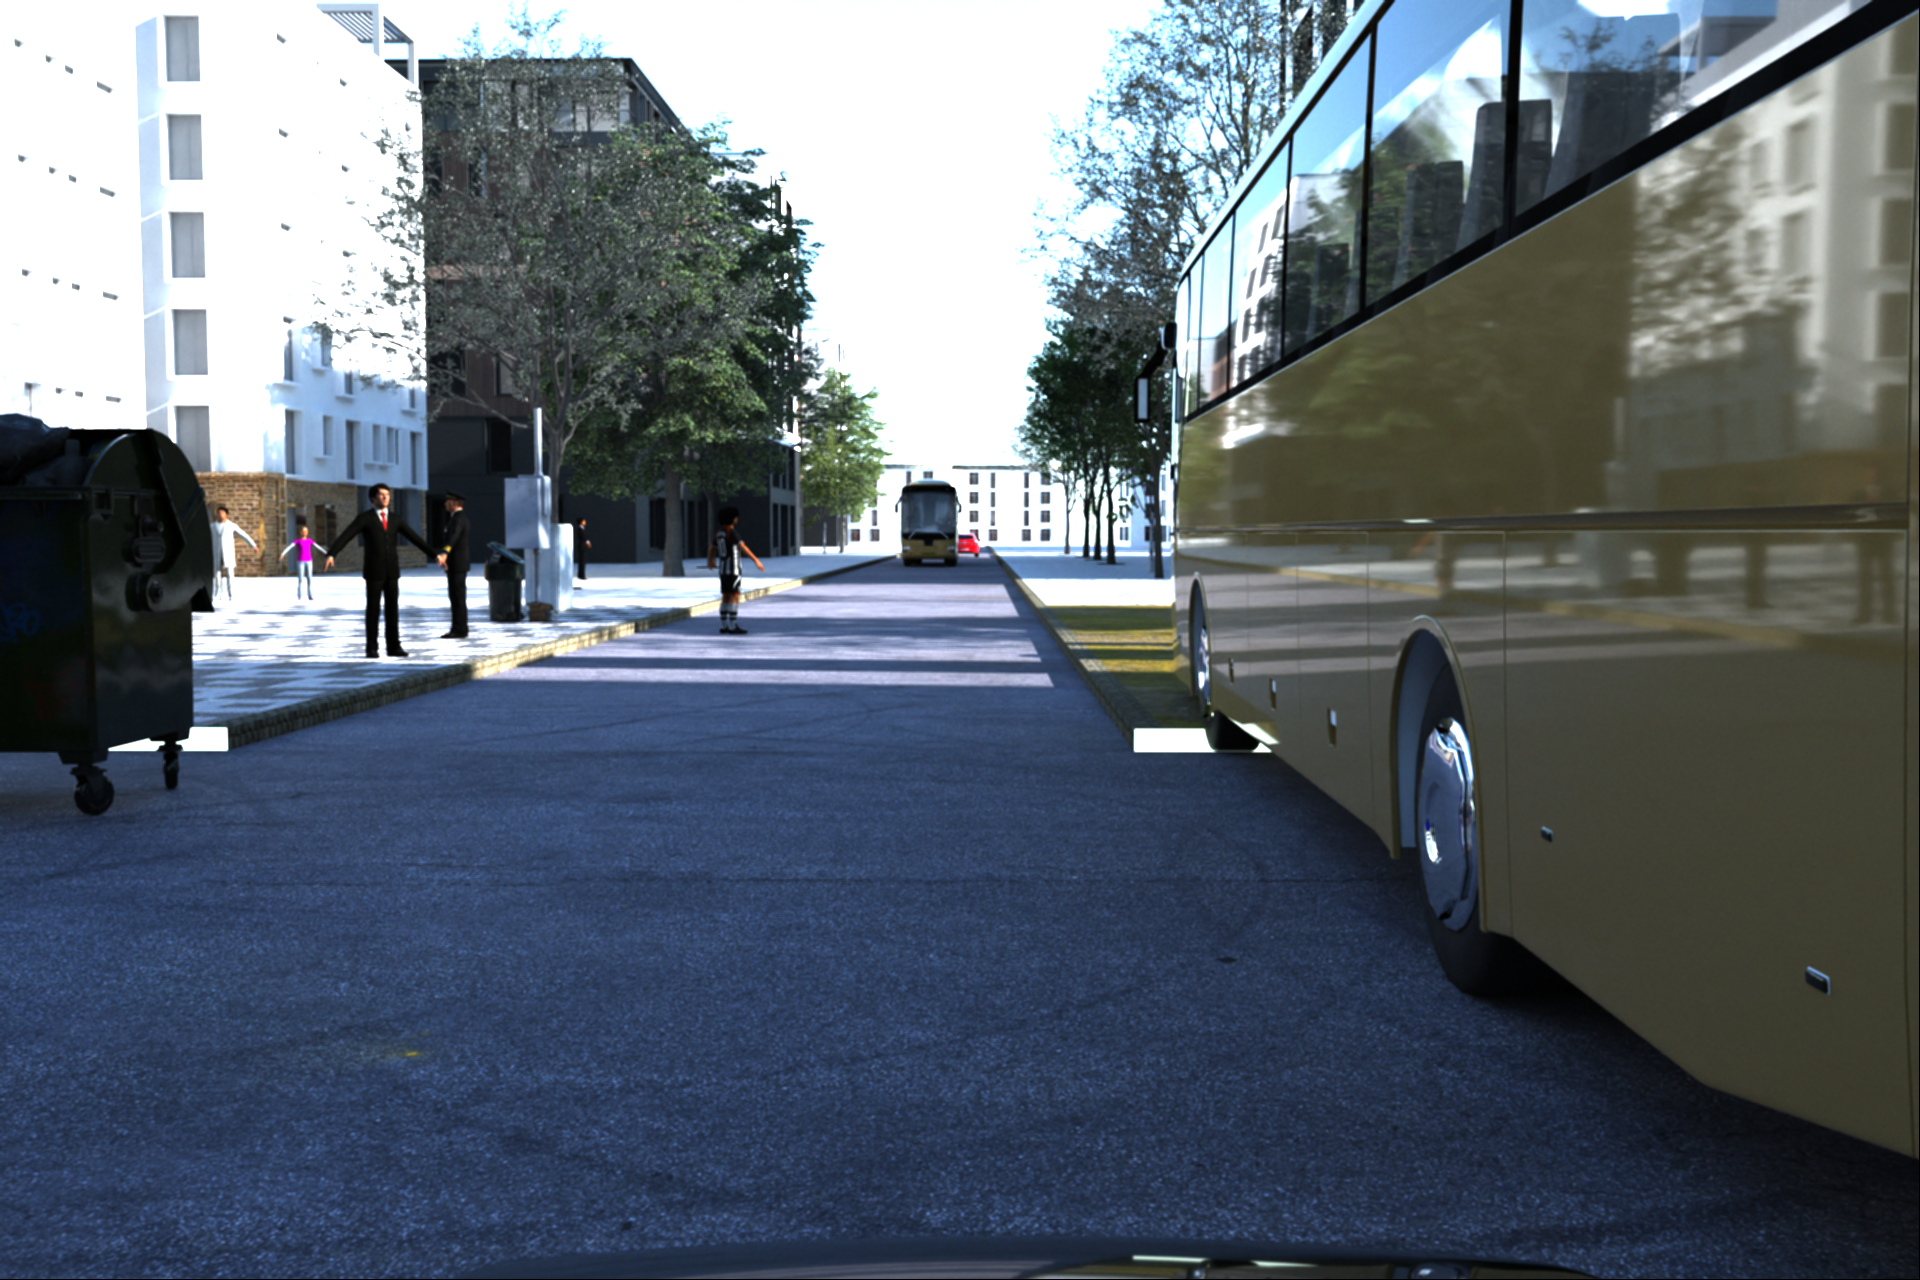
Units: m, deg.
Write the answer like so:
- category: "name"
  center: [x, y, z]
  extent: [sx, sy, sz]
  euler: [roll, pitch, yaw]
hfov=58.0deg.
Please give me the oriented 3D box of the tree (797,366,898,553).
- category: "tree"
  center: [-8.101, -12.199, 117.583]
  extent: [7.486, 12.596, 7.792]
  euler: [0, 3, 0]

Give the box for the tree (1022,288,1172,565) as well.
- category: "tree"
  center: [6.261, -9.004, 72.965]
  extent: [9.928, 11.665, 9.643]
  euler: [0, 3, 0]

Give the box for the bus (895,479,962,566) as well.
- category: "bus"
  center: [-1.325, -5.461, 80.831]
  extent: [2.896, 3.916, 12.252]
  euler: [0, 4, 0]

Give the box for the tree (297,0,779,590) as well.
- category: "tree"
  center: [-9.427, -7.921, 39.882]
  extent: [12.009, 13.543, 11.850]
  euler: [0, 3, 0]

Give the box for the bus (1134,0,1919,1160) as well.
- category: "bus"
  center: [2.765, -1.017, 8.178]
  extent: [2.896, 3.916, 12.252]
  euler: [0, 4, 1]

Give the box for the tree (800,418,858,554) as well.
- category: "tree"
  center: [-8.655, -9.819, 110.906]
  extent: [4.737, 8.622, 4.395]
  euler: [0, 3, 0]

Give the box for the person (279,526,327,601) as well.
- category: "person"
  center: [-12.636, -1.478, 33.428]
  extent: [0.991, 1.433, 0.599]
  euler: [-2, 4, -35]

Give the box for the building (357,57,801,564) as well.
- category: "building"
  center: [-24.209, -15.121, 91.205]
  extent: [27.936, 21.610, 32.646]
  euler: [0, 4, 1]

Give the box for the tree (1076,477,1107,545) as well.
- category: "tree"
  center: [16.413, -15.843, 209.387]
  extent: [4.360, 8.622, 3.978]
  euler: [0, 3, 0]

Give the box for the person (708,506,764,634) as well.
- category: "person"
  center: [-3.285, -0.997, 24.910]
  extent: [0.704, 1.843, 1.345]
  euler: [-3, 5, -41]

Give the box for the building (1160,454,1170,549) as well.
- category: "building"
  center: [21.986, -12.107, 140.089]
  extent: [9.099, 9.664, 28.070]
  euler: [0, 4, 1]

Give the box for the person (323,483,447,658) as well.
- category: "person"
  center: [-6.000, -0.723, 18.009]
  extent: [1.347, 1.806, 0.705]
  euler: [-3, 5, -44]

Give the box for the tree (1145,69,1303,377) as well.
- category: "tree"
  center: [5.673, -4.707, 27.324]
  extent: [4.360, 8.622, 3.978]
  euler: [0, 3, 0]

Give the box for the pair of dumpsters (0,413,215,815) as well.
- category: "pair of dumpsters"
  center: [-6.448, -0.258, 9.165]
  extent: [4.436, 2.255, 1.574]
  euler: [0, 4, 0]

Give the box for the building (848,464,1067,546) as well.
- category: "building"
  center: [-1.036, -16.045, 206.947]
  extent: [28.070, 9.664, 9.099]
  euler: [0, 4, 0]

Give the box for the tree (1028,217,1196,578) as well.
- category: "tree"
  center: [5.453, -7.062, 49.872]
  extent: [7.601, 10.594, 8.767]
  euler: [-1, 4, -19]

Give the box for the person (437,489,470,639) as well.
- category: "person"
  center: [-6.243, -0.945, 21.384]
  extent: [0.705, 1.837, 1.347]
  euler: [-1, 4, -8]

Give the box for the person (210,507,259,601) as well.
- category: "person"
  center: [-14.135, -1.653, 33.219]
  extent: [1.347, 1.806, 0.705]
  euler: [-1, 4, -10]

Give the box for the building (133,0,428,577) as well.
- category: "building"
  center: [-25.341, -11.997, 52.563]
  extent: [16.016, 20.090, 11.380]
  euler: [0, 4, 1]

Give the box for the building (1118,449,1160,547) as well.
- category: "building"
  center: [21.201, -13.972, 170.587]
  extent: [9.099, 9.664, 28.070]
  euler: [0, 4, 0]

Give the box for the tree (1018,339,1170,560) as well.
- category: "tree"
  center: [6.678, -9.697, 84.309]
  extent: [9.928, 11.665, 9.643]
  euler: [0, 3, 0]

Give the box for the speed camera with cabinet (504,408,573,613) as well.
- category: "speed camera with cabinet"
  center: [-6.805, -2.059, 28.008]
  extent: [0.660, 3.252, 2.038]
  euler: [0, 4, 2]

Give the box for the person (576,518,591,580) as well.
- category: "person"
  center: [-10.447, -2.538, 48.216]
  extent: [0.721, 1.740, 1.216]
  euler: [-1, 4, -22]

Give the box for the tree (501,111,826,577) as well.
- category: "tree"
  center: [-8.780, -8.890, 52.006]
  extent: [9.857, 13.997, 8.962]
  euler: [0, 3, 0]

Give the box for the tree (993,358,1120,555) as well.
- category: "tree"
  center: [6.871, -12.112, 108.400]
  extent: [12.009, 13.543, 11.850]
  euler: [0, 3, 0]

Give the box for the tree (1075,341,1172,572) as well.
- category: "tree"
  center: [6.311, -6.596, 58.212]
  extent: [4.737, 8.622, 4.395]
  euler: [0, 3, 0]

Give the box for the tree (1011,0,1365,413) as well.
- category: "tree"
  center: [6.135, -7.659, 35.591]
  extent: [12.009, 13.543, 11.850]
  euler: [0, 3, 0]

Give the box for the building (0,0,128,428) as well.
- category: "building"
  center: [-28.199, -10.968, 35.743]
  extent: [16.016, 20.090, 11.380]
  euler: [0, 4, 0]

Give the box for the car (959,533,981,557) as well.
- category: "car"
  center: [0.270, -6.091, 108.631]
  extent: [2.155, 1.783, 4.494]
  euler: [0, 4, -1]

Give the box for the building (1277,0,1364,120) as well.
- category: "building"
  center: [25.072, -13.417, 63.335]
  extent: [27.936, 21.610, 32.646]
  euler: [0, 4, 1]

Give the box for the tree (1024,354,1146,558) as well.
- category: "tree"
  center: [6.948, -10.283, 93.890]
  extent: [9.928, 11.665, 9.643]
  euler: [0, 3, 0]

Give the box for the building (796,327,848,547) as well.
- category: "building"
  center: [-26.237, -19.972, 170.510]
  extent: [27.936, 21.610, 32.646]
  euler: [0, 4, 1]

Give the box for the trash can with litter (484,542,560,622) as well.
- category: "trash can with litter"
  center: [-6.433, -0.860, 25.440]
  extent: [1.055, 1.170, 0.624]
  euler: [0, 4, 2]

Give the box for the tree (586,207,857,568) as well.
- category: "tree"
  center: [-9.409, -9.454, 64.944]
  extent: [12.009, 13.543, 11.850]
  euler: [0, 3, 0]
